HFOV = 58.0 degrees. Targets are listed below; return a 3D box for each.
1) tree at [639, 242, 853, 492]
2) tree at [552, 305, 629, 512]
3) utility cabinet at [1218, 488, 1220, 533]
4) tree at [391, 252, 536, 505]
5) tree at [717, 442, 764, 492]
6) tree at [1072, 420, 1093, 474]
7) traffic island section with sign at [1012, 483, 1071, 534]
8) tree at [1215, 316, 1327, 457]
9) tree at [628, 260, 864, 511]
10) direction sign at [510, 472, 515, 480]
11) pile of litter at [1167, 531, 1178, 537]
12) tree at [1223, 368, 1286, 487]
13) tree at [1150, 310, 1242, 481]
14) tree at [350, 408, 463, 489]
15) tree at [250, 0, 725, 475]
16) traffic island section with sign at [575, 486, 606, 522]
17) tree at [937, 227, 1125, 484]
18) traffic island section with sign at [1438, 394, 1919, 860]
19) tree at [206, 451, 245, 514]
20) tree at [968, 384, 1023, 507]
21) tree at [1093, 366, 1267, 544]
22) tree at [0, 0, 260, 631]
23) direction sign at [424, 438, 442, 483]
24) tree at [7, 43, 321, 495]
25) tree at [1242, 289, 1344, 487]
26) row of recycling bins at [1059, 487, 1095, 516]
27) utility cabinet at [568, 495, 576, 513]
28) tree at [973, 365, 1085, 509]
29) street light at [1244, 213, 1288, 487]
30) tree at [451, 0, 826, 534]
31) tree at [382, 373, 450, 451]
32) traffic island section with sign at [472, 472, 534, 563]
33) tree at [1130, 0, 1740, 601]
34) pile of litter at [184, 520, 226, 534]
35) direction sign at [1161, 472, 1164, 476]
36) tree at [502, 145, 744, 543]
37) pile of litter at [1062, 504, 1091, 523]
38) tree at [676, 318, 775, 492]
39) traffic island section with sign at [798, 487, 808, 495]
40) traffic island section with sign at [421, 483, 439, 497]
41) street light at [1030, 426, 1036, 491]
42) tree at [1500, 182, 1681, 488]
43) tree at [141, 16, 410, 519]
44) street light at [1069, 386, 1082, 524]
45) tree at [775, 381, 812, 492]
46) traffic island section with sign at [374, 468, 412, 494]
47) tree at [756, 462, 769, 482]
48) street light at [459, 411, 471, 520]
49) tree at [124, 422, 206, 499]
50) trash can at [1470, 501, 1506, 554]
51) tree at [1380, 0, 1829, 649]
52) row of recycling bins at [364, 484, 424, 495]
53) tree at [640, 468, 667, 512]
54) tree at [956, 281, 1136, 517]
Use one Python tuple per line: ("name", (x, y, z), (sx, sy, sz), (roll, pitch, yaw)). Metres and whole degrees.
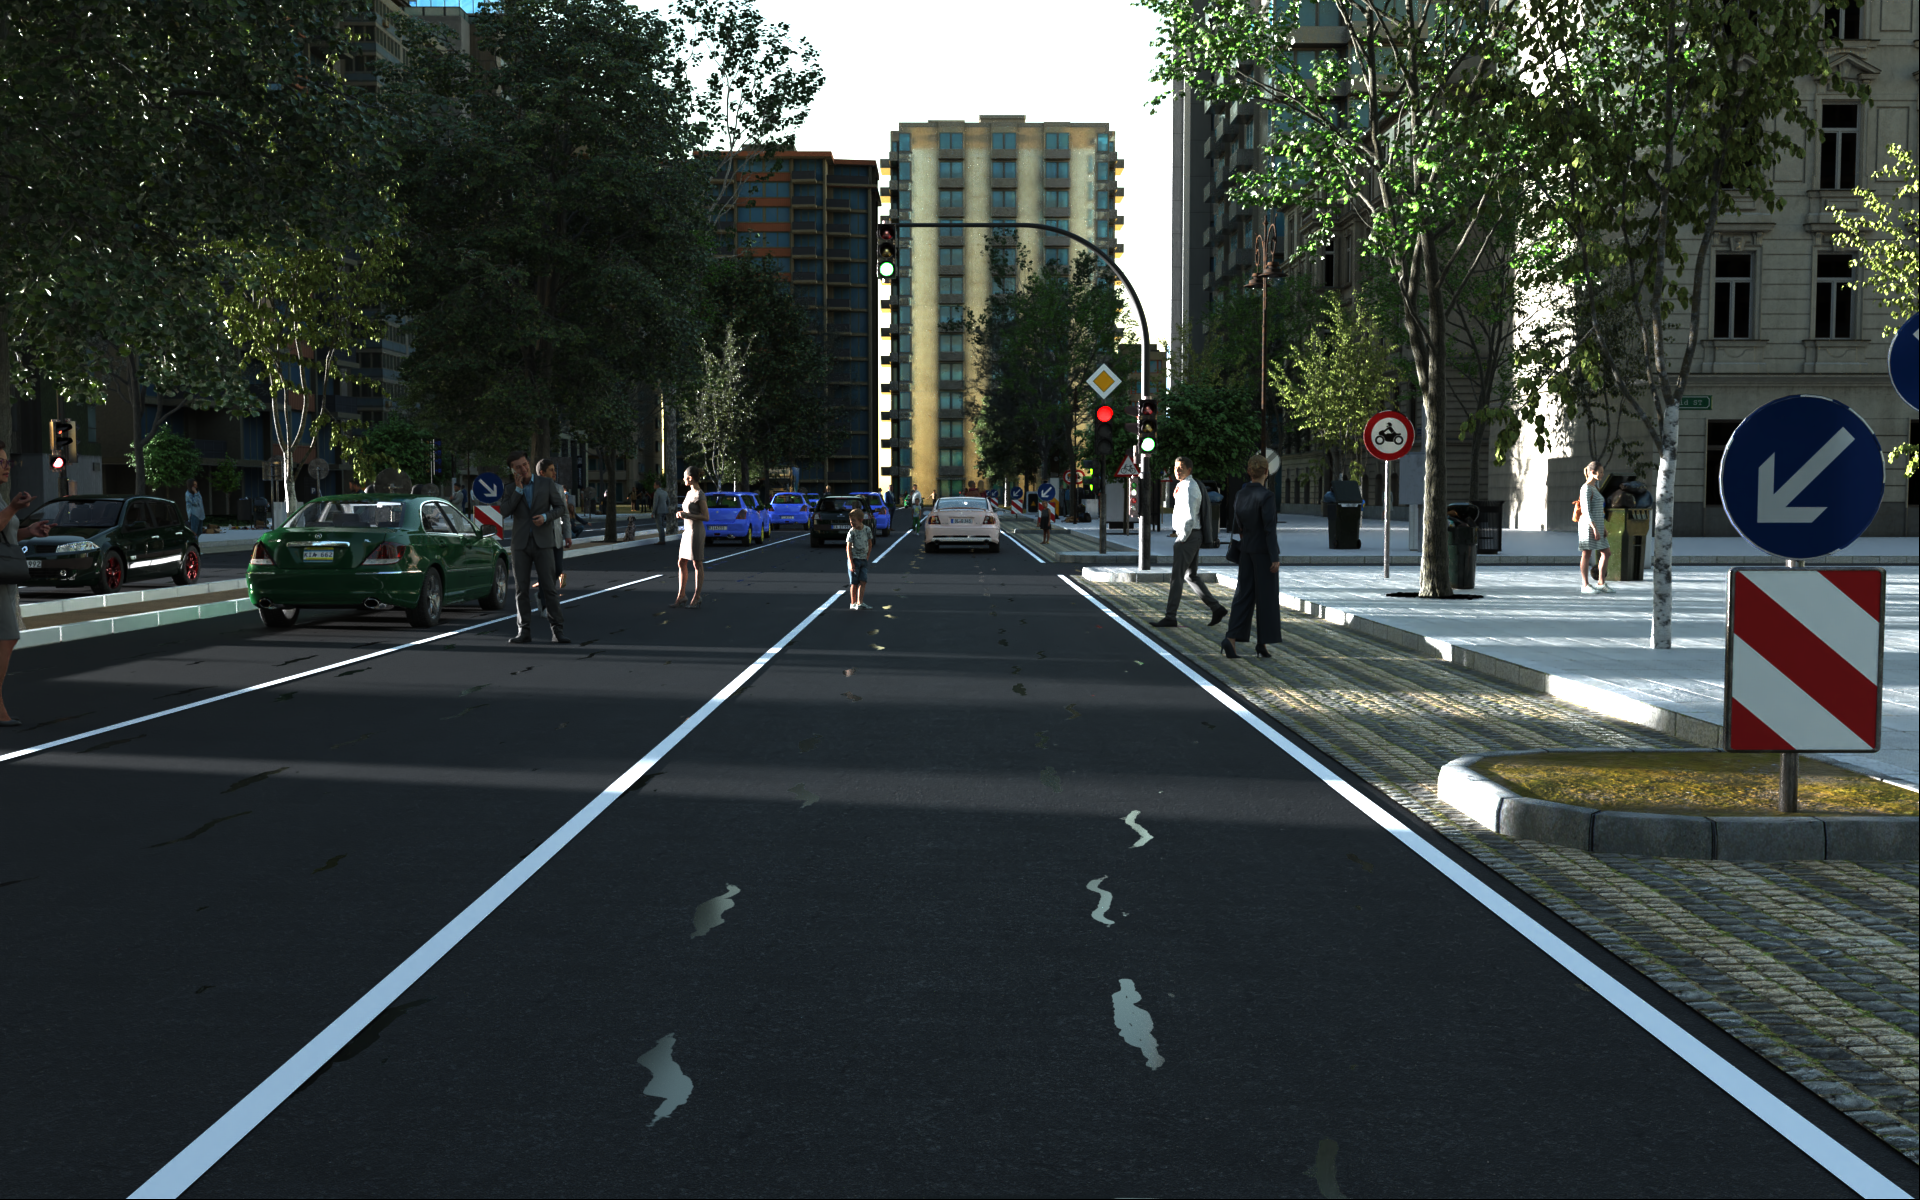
("tree", (-9.752, -9.720, 78.386), (9.611, 12.733, 9.660), (0, 3, 0))
("tree", (-22.651, -12.188, 109.651), (12.009, 13.543, 11.850), (0, 3, 0))
("utility cabinet", (7.824, -2.904, 56.151), (1.173, 1.500, 0.318), (2, 4, 31))
("tree", (-22.751, -10.004, 81.690), (7.486, 12.596, 7.792), (0, 3, 0))
("tree", (-22.440, -15.563, 172.577), (7.486, 12.596, 7.792), (0, 3, 0))
("tree", (5.314, -4.366, 55.091), (4.285, 4.588, 4.351), (0, 3, 0))
("traffic island section with sign", (2.995, -3.322, 62.935), (1.989, 1.847, 2.006), (0, 4, 0))
("tree", (15.237, -9.409, 88.250), (7.601, 10.594, 8.767), (0, 4, 4))
("tree", (-10.072, -10.852, 90.255), (12.009, 13.543, 11.850), (0, 3, 0))
("direction sign", (-24.349, -6.309, 95.153), (0.379, 3.537, 0.876), (3, 4, 36))
("pile of litter", (7.037, -2.301, 51.592), (1.719, 0.858, 1.176), (3, 4, 39))
("tree", (15.767, -8.829, 94.720), (4.360, 8.622, 3.978), (0, 3, 0))
("tree", (9.649, -7.326, 70.147), (4.737, 8.622, 4.395), (0, 3, 0))
("tree", (-21.540, -5.053, 66.322), (4.285, 4.588, 4.351), (0, 3, 0))
("tree", (-9.931, -8.033, 40.454), (9.857, 13.997, 8.962), (0, 3, 0))
("traffic island section with sign", (-19.171, -4.947, 89.513), (1.989, 1.847, 2.006), (0, 4, 0))
("tree", (4.545, -16.343, 123.098), (12.611, 20.169, 13.585), (0, 3, 0))
("traffic island section with sign", (3.243, 0.058, 7.674), (1.989, 1.847, 2.006), (0, 4, 0))
("tree", (-33.214, -5.118, 78.286), (1.663, 3.219, 1.824), (0, 3, 0))
("tree", (4.719, -15.667, 174.278), (7.486, 12.596, 7.792), (0, 3, 0))
("tree", (6.274, -3.726, 44.638), (4.285, 4.588, 4.351), (0, 3, 0))
("tree", (-9.817, -6.605, 17.101), (9.857, 13.997, 8.962), (0, 3, 0))
("direction sign", (-21.335, -4.773, 70.033), (0.379, 3.537, 0.876), (3, 5, 42))
("tree", (-22.018, -8.323, 46.449), (12.009, 13.543, 11.850), (0, 3, 0))
("tree", (13.121, -6.732, 60.433), (4.737, 8.622, 4.395), (0, 3, 0))
("row of recycling bins", (6.818, -5.884, 103.323), (1.069, 1.692, 3.534), (3, 5, 44))
("utility cabinet", (-24.604, -6.035, 109.838), (0.306, 1.237, 1.020), (0, 4, -3))
("tree", (5.748, -14.072, 147.086), (9.611, 12.733, 9.660), (0, 3, 0))
("street light", (5.065, -3.429, 28.860), (0.468, 5.910, 1.993), (0, 4, 0))
("tree", (-11.416, -12.430, 61.580), (12.611, 20.169, 13.585), (0, 3, 0))
("tree", (-31.751, -9.216, 101.042), (4.360, 8.622, 3.978), (0, 3, 0))
("traffic island section with sign", (-9.875, -1.760, 36.913), (2.006, 1.907, 1.989), (0, 4, 0))
("tree", (5.716, -5.834, 21.135), (9.928, 11.665, 9.643), (0, 3, 0))
("pile of litter", (-24.507, -2.580, 56.150), (1.176, 0.858, 1.719), (2, 4, 28))
("direction sign", (8.286, -4.970, 73.255), (0.379, 3.537, 0.876), (-3, 5, -41))
("tree", (-10.170, -7.479, 50.498), (9.928, 11.665, 9.643), (0, 3, 0))
("pile of litter", (5.227, -3.918, 78.019), (1.719, 0.858, 1.176), (-2, 4, -34))
("tree", (-9.964, -7.255, 71.437), (4.360, 8.622, 3.978), (0, 3, 0))
("traffic island section with sign", (-10.242, -6.356, 112.051), (2.006, 1.907, 1.989), (0, 4, 0))
("traffic island section with sign", (-19.027, -3.253, 61.818), (1.989, 1.847, 2.006), (0, 4, 0))
("street light", (4.782, -8.515, 112.004), (0.468, 5.910, 1.993), (0, 4, 0))
("tree", (14.847, -5.507, 40.397), (4.360, 8.622, 3.978), (0, 3, 0))
("tree", (-9.628, -4.393, 24.648), (4.737, 8.622, 4.395), (0, 3, 0))
("street light", (4.921, -6.190, 73.993), (0.468, 5.910, 1.993), (0, 4, 0))
("tree", (-9.847, -8.921, 98.674), (4.360, 8.622, 3.978), (0, 3, 0))
("traffic island section with sign", (-9.850, -1.307, 29.506), (2.006, 1.907, 1.989), (0, 4, 0))
("tree", (-23.276, -17.063, 185.635), (9.857, 13.997, 8.962), (0, 3, 0))
("street light", (-21.381, -6.271, 75.326), (0.468, 5.910, 1.993), (0, 4, 0))
("tree", (-36.235, -5.824, 78.935), (4.285, 4.588, 4.351), (0, 3, 0))
("trash can", (11.272, -1.553, 37.037), (0.748, 1.137, 0.748), (0, 3, 0))
("tree", (5.810, -3.916, 14.387), (4.737, 8.622, 4.395), (0, 3, 0))
("row of recycling bins", (-23.400, -3.966, 71.954), (3.534, 1.692, 1.069), (2, 4, 30))
("tree", (-22.369, -8.027, 125.836), (1.663, 3.219, 1.824), (0, 3, 0))
("tree", (4.860, -11.533, 98.932), (12.009, 13.543, 11.850), (0, 3, 0))
